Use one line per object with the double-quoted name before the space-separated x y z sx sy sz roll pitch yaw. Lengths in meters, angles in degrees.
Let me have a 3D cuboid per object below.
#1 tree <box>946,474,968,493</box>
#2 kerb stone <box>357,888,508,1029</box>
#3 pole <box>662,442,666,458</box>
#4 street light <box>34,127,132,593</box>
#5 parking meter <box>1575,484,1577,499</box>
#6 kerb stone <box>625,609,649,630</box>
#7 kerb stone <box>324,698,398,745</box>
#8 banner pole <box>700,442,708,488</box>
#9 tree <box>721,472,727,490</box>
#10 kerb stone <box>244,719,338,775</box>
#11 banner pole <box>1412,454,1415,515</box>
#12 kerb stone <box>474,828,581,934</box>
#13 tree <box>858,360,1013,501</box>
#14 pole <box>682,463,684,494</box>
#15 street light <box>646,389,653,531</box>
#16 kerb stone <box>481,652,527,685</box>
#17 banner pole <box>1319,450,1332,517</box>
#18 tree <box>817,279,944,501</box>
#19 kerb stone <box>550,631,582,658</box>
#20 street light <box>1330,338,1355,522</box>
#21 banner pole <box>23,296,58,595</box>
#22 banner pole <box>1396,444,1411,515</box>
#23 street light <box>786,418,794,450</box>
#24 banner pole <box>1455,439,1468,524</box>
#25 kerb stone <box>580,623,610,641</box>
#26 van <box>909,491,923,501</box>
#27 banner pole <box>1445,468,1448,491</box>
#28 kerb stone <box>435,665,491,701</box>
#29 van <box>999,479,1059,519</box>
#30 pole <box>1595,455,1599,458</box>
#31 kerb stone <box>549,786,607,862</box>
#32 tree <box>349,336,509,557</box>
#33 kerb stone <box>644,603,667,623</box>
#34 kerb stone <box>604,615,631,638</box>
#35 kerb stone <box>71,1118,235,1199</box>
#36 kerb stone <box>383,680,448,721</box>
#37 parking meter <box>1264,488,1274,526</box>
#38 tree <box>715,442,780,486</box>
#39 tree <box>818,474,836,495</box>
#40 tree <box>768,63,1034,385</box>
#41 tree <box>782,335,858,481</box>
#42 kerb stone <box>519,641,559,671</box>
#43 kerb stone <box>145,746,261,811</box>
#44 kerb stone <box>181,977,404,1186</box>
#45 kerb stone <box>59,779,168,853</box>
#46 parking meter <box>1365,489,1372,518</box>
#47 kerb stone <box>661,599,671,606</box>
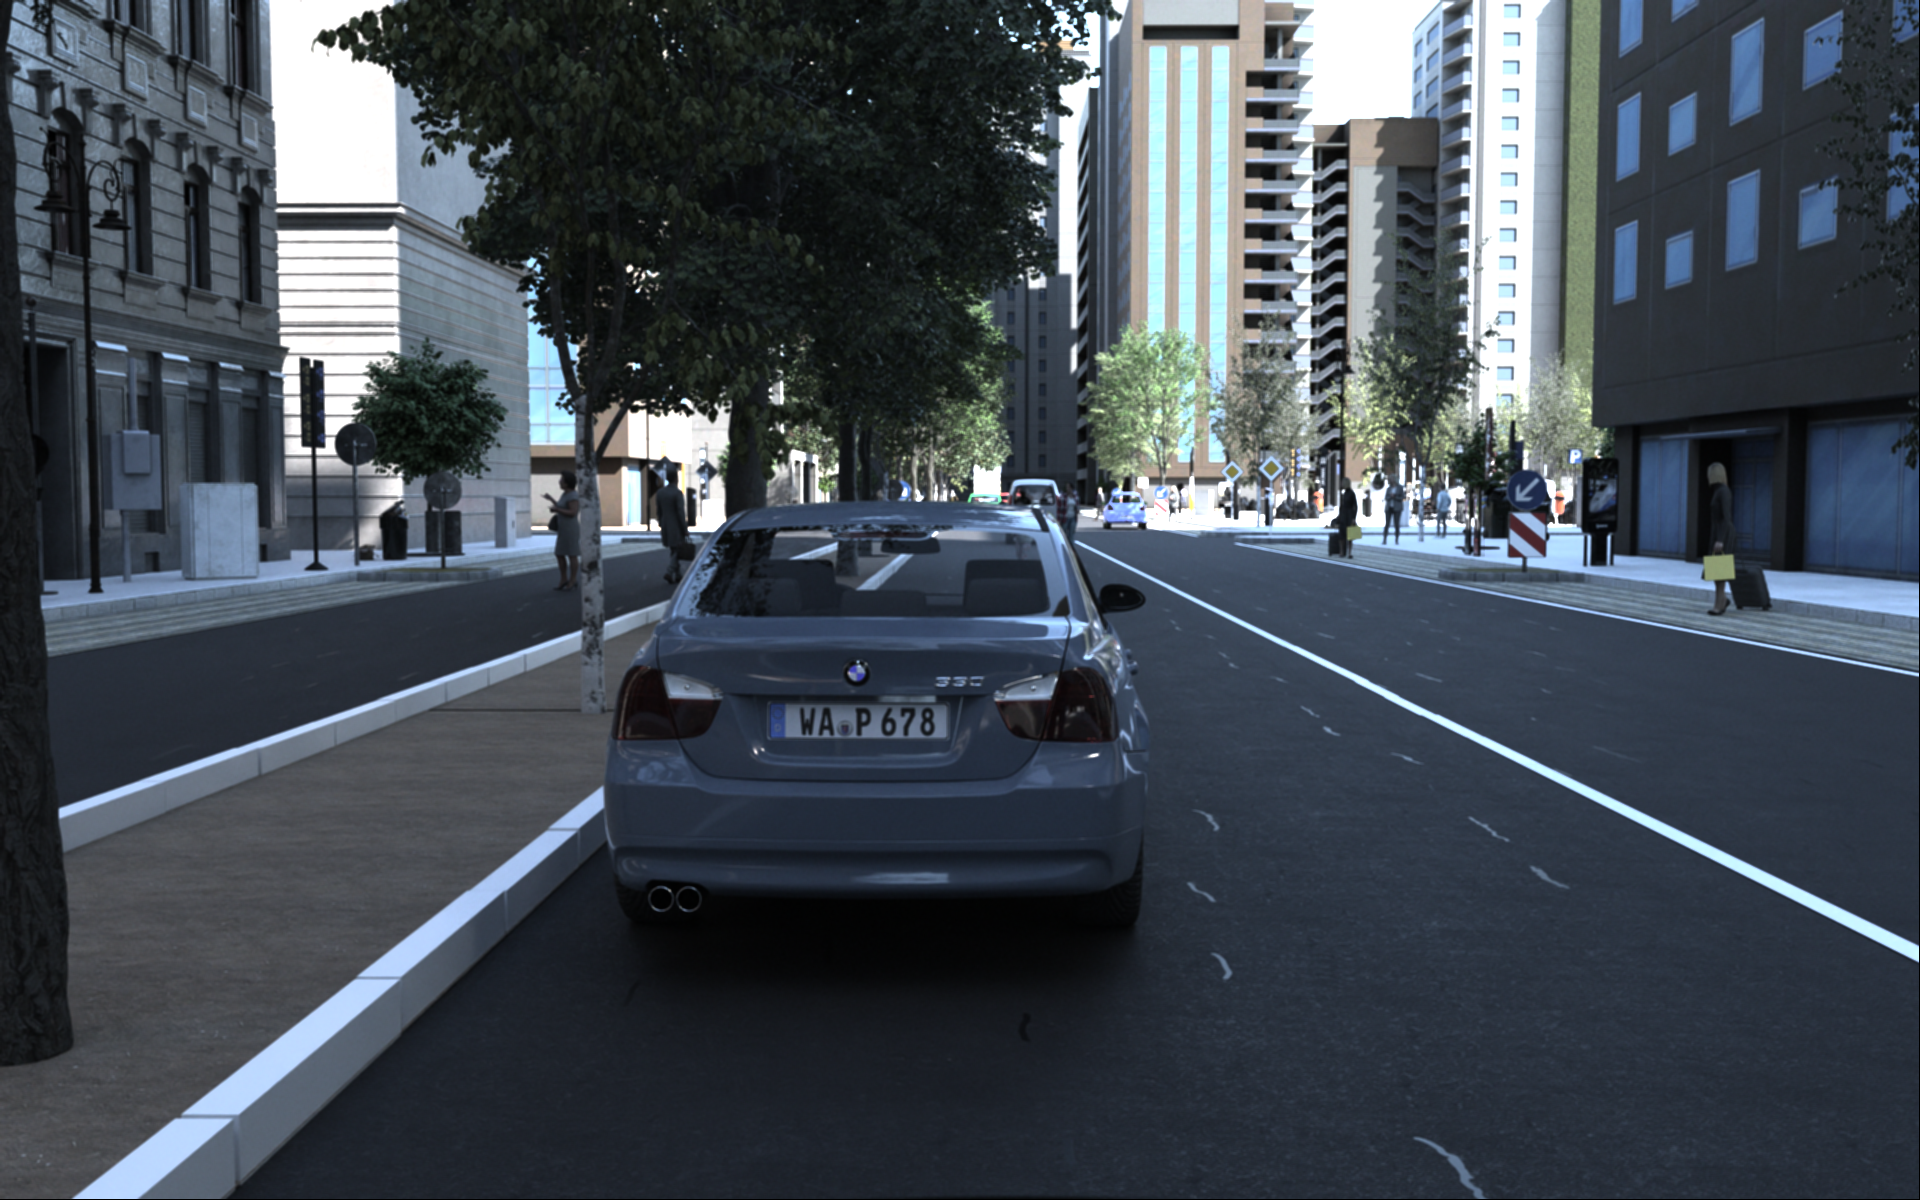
"tree" -1.054 -10.495 124.413 4.737 8.622 4.395 0 3 0
"kerb stone" -1.539 1.045 5.106 0.120 0.150 1.000 0 4 1
"pole" -11.529 -4.502 67.445 0.158 3.312 0.155 0 3 0
"street light" -11.236 -3.031 22.343 0.468 5.910 1.993 0 4 1
"parking meter" 34.866 -5.625 97.685 0.399 1.863 0.255 1 4 14
"kerb stone" -3.503 0.226 18.494 0.120 0.150 1.000 0 4 1
"kerb stone" -3.585 0.733 10.300 0.120 0.150 1.000 0 4 1
"banner pole" -12.254 -5.692 83.079 0.401 3.779 0.863 1 4 22
"tree" -10.831 -5.539 85.157 1.663 3.219 1.824 0 3 0
"kerb stone" -3.594 0.793 9.278 0.120 0.150 1.000 0 4 1
"banner pole" 28.047 -7.163 107.139 0.401 3.779 0.863 2 4 27
"kerb stone" -1.526 0.988 6.128 0.120 0.150 1.000 0 4 1
"tree" -1.318 -11.811 112.579 9.611 12.733 9.660 0 3 0
"pole" -14.321 -5.838 89.298 0.158 3.312 0.155 0 3 0
"street light" -10.886 -5.358 60.392 0.468 5.910 1.993 0 4 1
"kerb stone" -3.552 0.544 13.365 0.120 0.150 1.000 0 4 1
"banner pole" 20.906 -6.672 99.112 0.863 3.779 0.401 3 5 43
"tree" -2.078 -5.800 47.653 4.360 8.622 3.978 0 3 0
"kerb stone" -3.530 0.416 15.412 0.120 0.150 1.000 0 4 1
"street light" 11.324 -4.808 51.394 0.468 5.910 1.993 0 4 1
"banner pole" -11.877 -1.947 21.844 0.401 3.779 0.863 2 4 31
"banner pole" 21.973 -5.904 86.540 0.863 3.779 0.401 -2 4 -30
"street light" -10.273 -8.104 105.289 0.468 5.910 1.993 0 4 1
"banner pole" 21.245 -5.093 73.281 0.401 3.779 0.863 -2 4 -28
"kerb stone" -3.513 0.353 16.441 0.120 0.150 1.000 0 4 1
"van" -3.799 -7.655 132.175 2.013 2.044 4.112 0 4 0
"banner pole" 35.833 -8.412 127.556 0.401 3.779 0.863 2 4 28
"kerb stone" -3.564 0.603 12.343 0.120 0.150 1.000 0 4 1
"van" 2.154 -2.697 51.102 2.013 2.044 4.112 0 4 1
"pole" 33.438 -5.942 90.995 0.158 3.312 0.155 0 3 0
"kerb stone" -1.517 0.921 7.157 0.120 0.150 1.000 0 4 1
"tree" -11.071 -3.199 36.015 4.285 4.588 4.351 0 3 0
"kerb stone" -3.477 0.164 19.515 0.120 0.150 1.000 0 4 1
"kerb stone" -3.504 0.289 17.472 0.120 0.150 1.000 0 4 1
"kerb stone" -1.557 1.170 3.062 0.120 0.150 1.000 0 4 1
"kerb stone" -3.578 0.667 11.321 0.120 0.150 1.000 0 4 1
"parking meter" 12.463 -3.756 69.826 0.372 1.533 0.369 0 3 0
"tree" -11.148 -6.532 90.512 4.285 4.588 4.351 0 3 0
"tree" -10.187 -8.435 132.507 1.663 3.219 1.824 0 3 0
"tree" -2.073 -6.775 38.986 9.928 11.665 9.643 0 3 0
"tree" -10.922 -12.708 124.782 9.611 12.733 9.660 0 3 0
"kerb stone" -3.533 0.478 14.387 0.120 0.150 1.000 0 4 1
"kerb stone" -3.612 0.854 8.256 0.120 0.150 1.000 0 4 1
"kerb stone" -1.545 1.108 4.084 0.120 0.150 1.000 0 4 1
"kerb stone" -3.614 0.915 7.233 0.120 0.150 1.000 0 4 1
"parking meter" 22.069 -5.211 93.606 0.372 1.533 0.369 0 3 0
"kerb stone" -3.471 0.101 20.537 0.120 0.150 1.000 0 4 1
